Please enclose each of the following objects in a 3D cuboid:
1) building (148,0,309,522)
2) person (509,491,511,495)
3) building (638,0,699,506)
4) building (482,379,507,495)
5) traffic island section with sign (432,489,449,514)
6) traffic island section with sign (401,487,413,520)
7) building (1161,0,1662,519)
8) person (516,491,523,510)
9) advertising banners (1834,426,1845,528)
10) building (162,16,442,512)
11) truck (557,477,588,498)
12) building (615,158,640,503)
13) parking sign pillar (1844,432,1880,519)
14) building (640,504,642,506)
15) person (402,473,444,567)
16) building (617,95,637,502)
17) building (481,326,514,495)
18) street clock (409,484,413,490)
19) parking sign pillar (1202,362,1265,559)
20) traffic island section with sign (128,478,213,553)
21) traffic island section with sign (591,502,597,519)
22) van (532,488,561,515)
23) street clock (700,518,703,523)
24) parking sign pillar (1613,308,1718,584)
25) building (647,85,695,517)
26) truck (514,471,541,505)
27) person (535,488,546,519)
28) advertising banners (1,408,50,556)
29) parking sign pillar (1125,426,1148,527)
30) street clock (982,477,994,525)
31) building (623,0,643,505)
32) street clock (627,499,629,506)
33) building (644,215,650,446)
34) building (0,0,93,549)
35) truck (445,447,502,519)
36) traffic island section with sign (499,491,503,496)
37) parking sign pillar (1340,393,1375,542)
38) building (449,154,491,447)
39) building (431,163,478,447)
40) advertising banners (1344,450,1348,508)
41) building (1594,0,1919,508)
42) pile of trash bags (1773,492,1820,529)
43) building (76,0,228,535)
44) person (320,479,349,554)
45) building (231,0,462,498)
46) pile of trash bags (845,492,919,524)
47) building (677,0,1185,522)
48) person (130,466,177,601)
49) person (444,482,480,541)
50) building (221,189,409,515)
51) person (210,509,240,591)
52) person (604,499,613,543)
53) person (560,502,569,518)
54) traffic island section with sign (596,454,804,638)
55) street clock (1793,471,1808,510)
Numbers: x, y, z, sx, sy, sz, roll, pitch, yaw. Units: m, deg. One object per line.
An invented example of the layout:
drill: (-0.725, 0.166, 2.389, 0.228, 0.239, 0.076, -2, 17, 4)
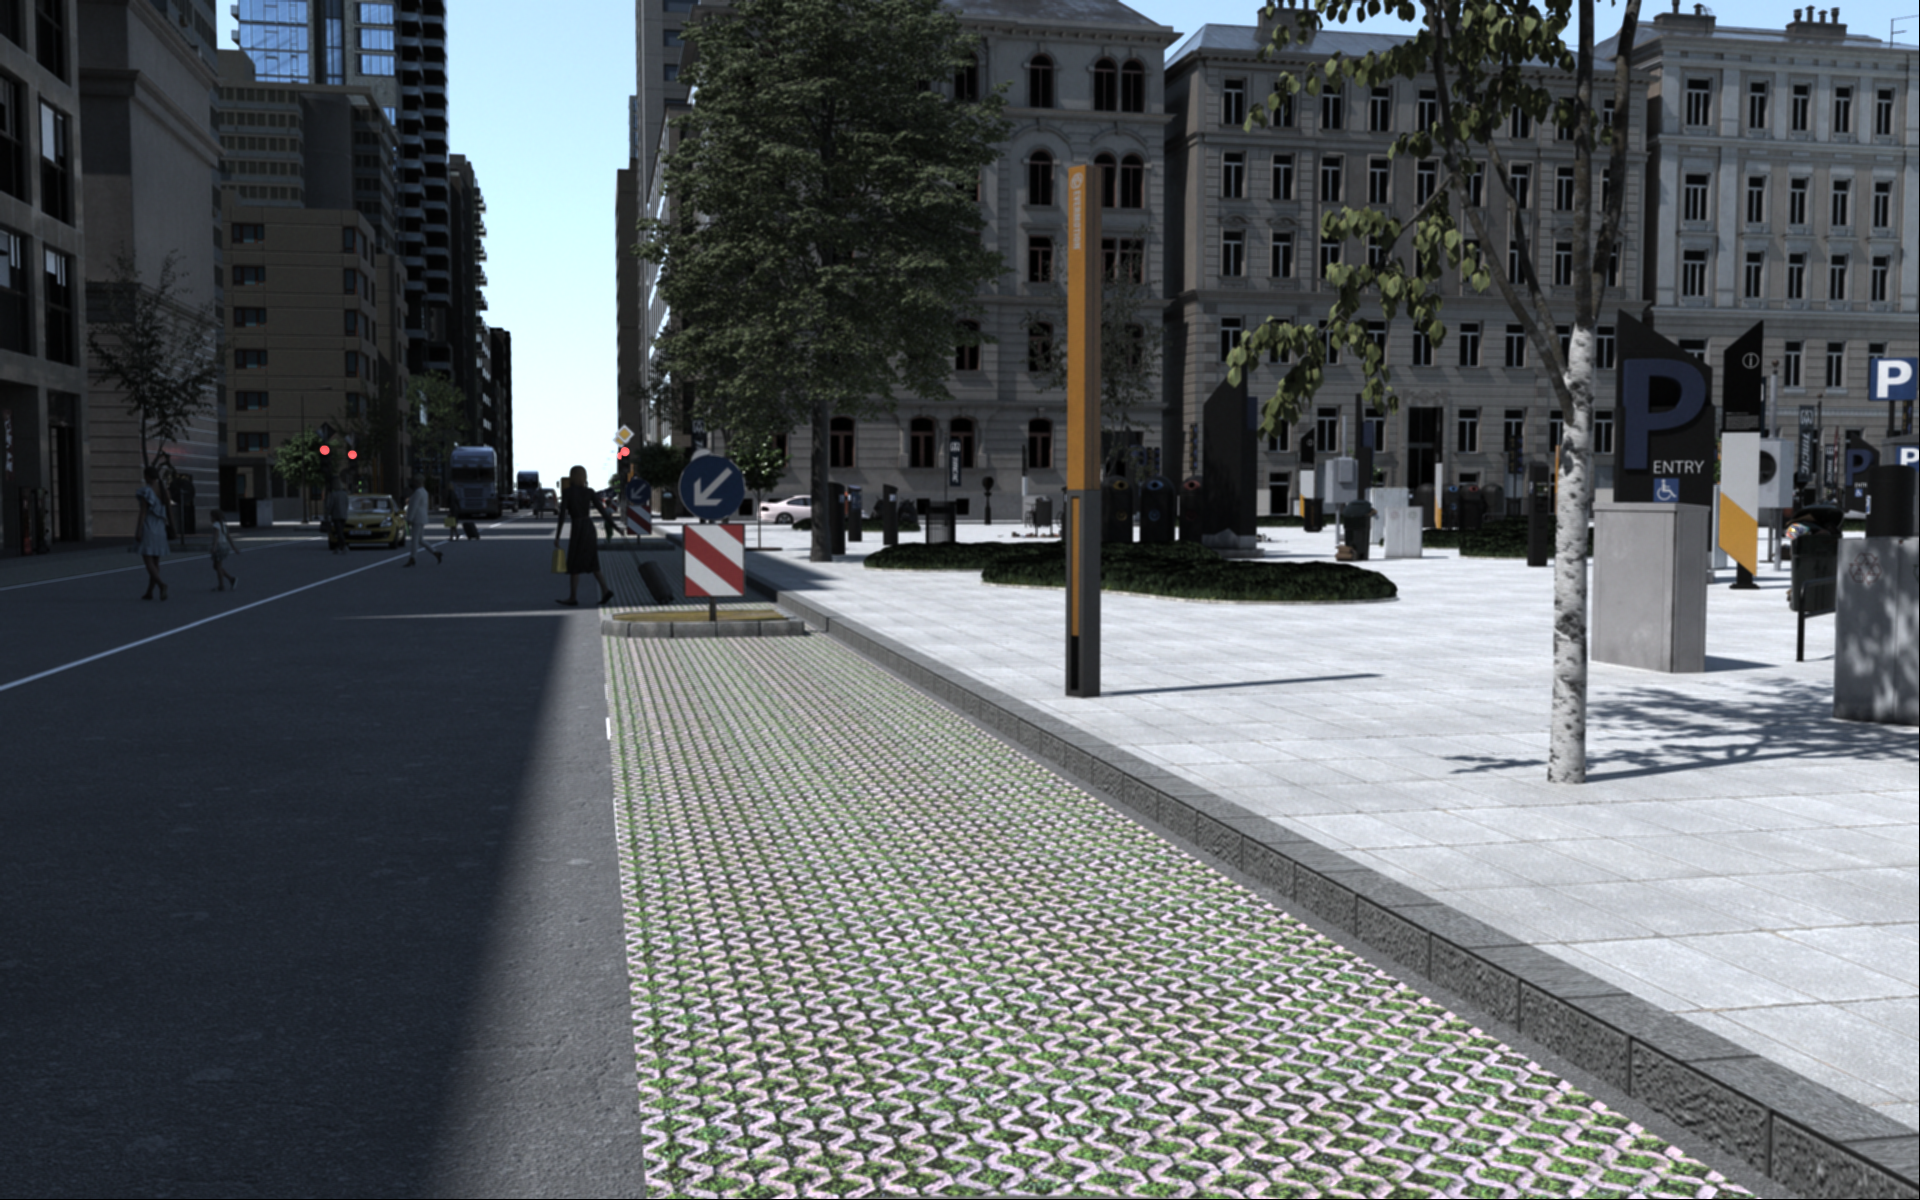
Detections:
building: (-49.385, -23.863, 82.033, 32.217, 40.220, 23.993, -1, 4, -12)
person: (-56.567, -12.806, 217.846, 1.348, 1.831, 0.705, 1, 4, 11)
building: (-20.540, -38.358, 169.146, 21.231, 58.520, 28.212, -1, 4, -12)
building: (-86.081, -26.094, 271.672, 27.650, 21.520, 28.899, -1, 4, -12)
traffic island section with sign: (-36.745, -7.055, 123.984, 1.989, 1.847, 2.006, -1, 4, -12)
traffic island section with sign: (-31.108, -5.443, 97.622, 1.989, 1.847, 2.006, -1, 4, -12)
building: (22.077, -18.009, 91.706, 25.104, 27.353, 12.463, -1, 4, -12)
person: (-40.650, -9.211, 159.814, 0.721, 1.736, 1.217, 1, 4, 20)
advertising banners: (22.168, -2.905, 43.691, 0.090, 3.025, 2.074, 1, 4, 22)
building: (-64.180, -28.373, 155.776, 32.217, 40.220, 23.993, -1, 4, -12)
truck: (-43.319, -12.100, 193.765, 3.469, 3.379, 9.791, -1, 4, -13)
building: (-37.924, -38.116, 246.896, 21.300, 48.544, 21.600, -1, 4, -12)
parking sign pillar: (38.908, -5.274, 74.707, 1.447, 3.967, 1.447, -2, 4, -28)
building: (-20.167, -30.859, 196.424, 32.217, 40.220, 23.993, -1, 4, -12)
person: (-10.632, -1.583, 34.256, 0.818, 1.842, 0.514, -1, 4, -23)
building: (-42.679, -58.664, 271.833, 22.319, 86.520, 31.000, -1, 4, -12)
building: (-83.489, -31.939, 293.896, 14.160, 30.474, 14.107, -1, 4, -12)
street clock: (-40.500, -7.538, 127.824, 0.358, 2.002, 0.471, -1, 4, -14)
parking sign pillar: (5.439, -2.841, 34.917, 1.447, 3.967, 1.447, -2, 4, -27)
traffic island section with sign: (-19.488, -2.118, 43.255, 1.989, 1.847, 2.006, -1, 4, -12)
traffic island section with sign: (-8.371, -2.189, 44.425, 1.989, 1.847, 2.006, -1, 4, -12)
van: (-29.049, -7.003, 121.516, 2.013, 2.044, 4.112, -1, 4, -11)
street clock: (-7.178, -2.676, 48.330, 0.358, 2.002, 0.471, -1, 4, -8)
parking sign pillar: (10.181, -2.237, 25.044, 1.447, 3.967, 1.447, 1, 4, 11)
building: (-10.614, -19.087, 116.588, 19.350, 26.468, 34.151, -1, 4, -12)
truck: (-50.983, -13.195, 205.499, 2.967, 4.110, 18.799, -1, 4, -12)
person: (-24.395, -5.627, 100.603, 0.635, 1.810, 0.391, -1, 4, -13)
advertising banners: (-19.509, -2.444, 36.145, 0.090, 3.025, 2.074, 0, 4, -6)
parking sign pillar: (7.035, -4.930, 69.072, 1.447, 3.967, 1.447, 2, 4, 30)
street clock: (1.163, -4.139, 72.239, 0.358, 2.002, 0.471, 3, 5, 45)
building: (-31.731, -47.556, 215.787, 20.563, 71.187, 20.611, -1, 4, -12)
street clock: (-27.462, -8.476, 143.157, 0.471, 2.002, 0.358, -1, 4, -10)
building: (-18.929, -21.836, 142.917, 13.634, 28.700, 20.117, -1, 4, -12)
building: (-29.676, -13.680, 28.190, 19.350, 26.468, 34.151, -1, 4, -12)
truck: (-28.994, -7.000, 104.210, 2.967, 4.110, 18.799, -1, 4, -14)
traffic island section with sign: (-52.867, -11.671, 199.443, 1.989, 1.847, 2.006, -1, 4, -12)
parking sign pillar: (10.964, -3.579, 46.992, 1.447, 3.967, 1.447, 1, 4, 16)
building: (-77.829, -38.085, 242.300, 23.786, 49.044, 30.456, -1, 4, -12)
building: (-65.645, -32.046, 207.538, 14.154, 41.232, 14.086, -1, 4, -12)
advertising banners: (15.201, -4.402, 68.158, 0.090, 3.025, 2.074, 1, 4, 15)
building: (44.007, -19.041, 97.227, 20.117, 28.700, 13.634, -1, 4, -12)
pile of trash bags: (30.564, -3.256, 62.984, 1.912, 1.369, 3.447, 3, 5, 41)
building: (-38.165, -13.162, 57.007, 24.055, 21.916, 13.314, -1, 4, -12)
person: (-14.883, -1.997, 41.339, 0.728, 1.800, 0.709, 2, 4, 33)
building: (-64.492, -53.226, 182.921, 22.319, 86.520, 31.000, -1, 4, -12)
pile of trash bags: (-3.318, -3.671, 69.768, 3.447, 1.369, 1.912, 0, 4, 4)
building: (-2.102, -18.411, 88.406, 23.554, 28.519, 14.401, -1, 4, -12)
person: (-10.821, -0.901, 23.331, 0.778, 1.811, 0.616, 3, 5, 40)
person: (-15.424, -2.739, 53.507, 0.699, 1.804, 1.509, 2, 4, 29)
building: (-53.108, -16.632, 116.966, 27.650, 21.520, 28.899, -1, 4, -12)
person: (-10.888, -0.737, 25.563, 0.382, 1.210, 0.505, 0, 4, -5)
person: (-9.449, -2.064, 46.487, 0.306, 1.304, 0.590, 1, 4, 9)
person: (-23.663, -5.794, 103.900, 0.731, 1.740, 0.598, -3, 4, -36)
traffic island section with sign: (-2.736, -0.577, 18.063, 1.989, 1.847, 2.006, -1, 4, -12)
street clock: (26.096, -3.010, 53.784, 0.471, 2.002, 0.358, 2, 4, 32)
